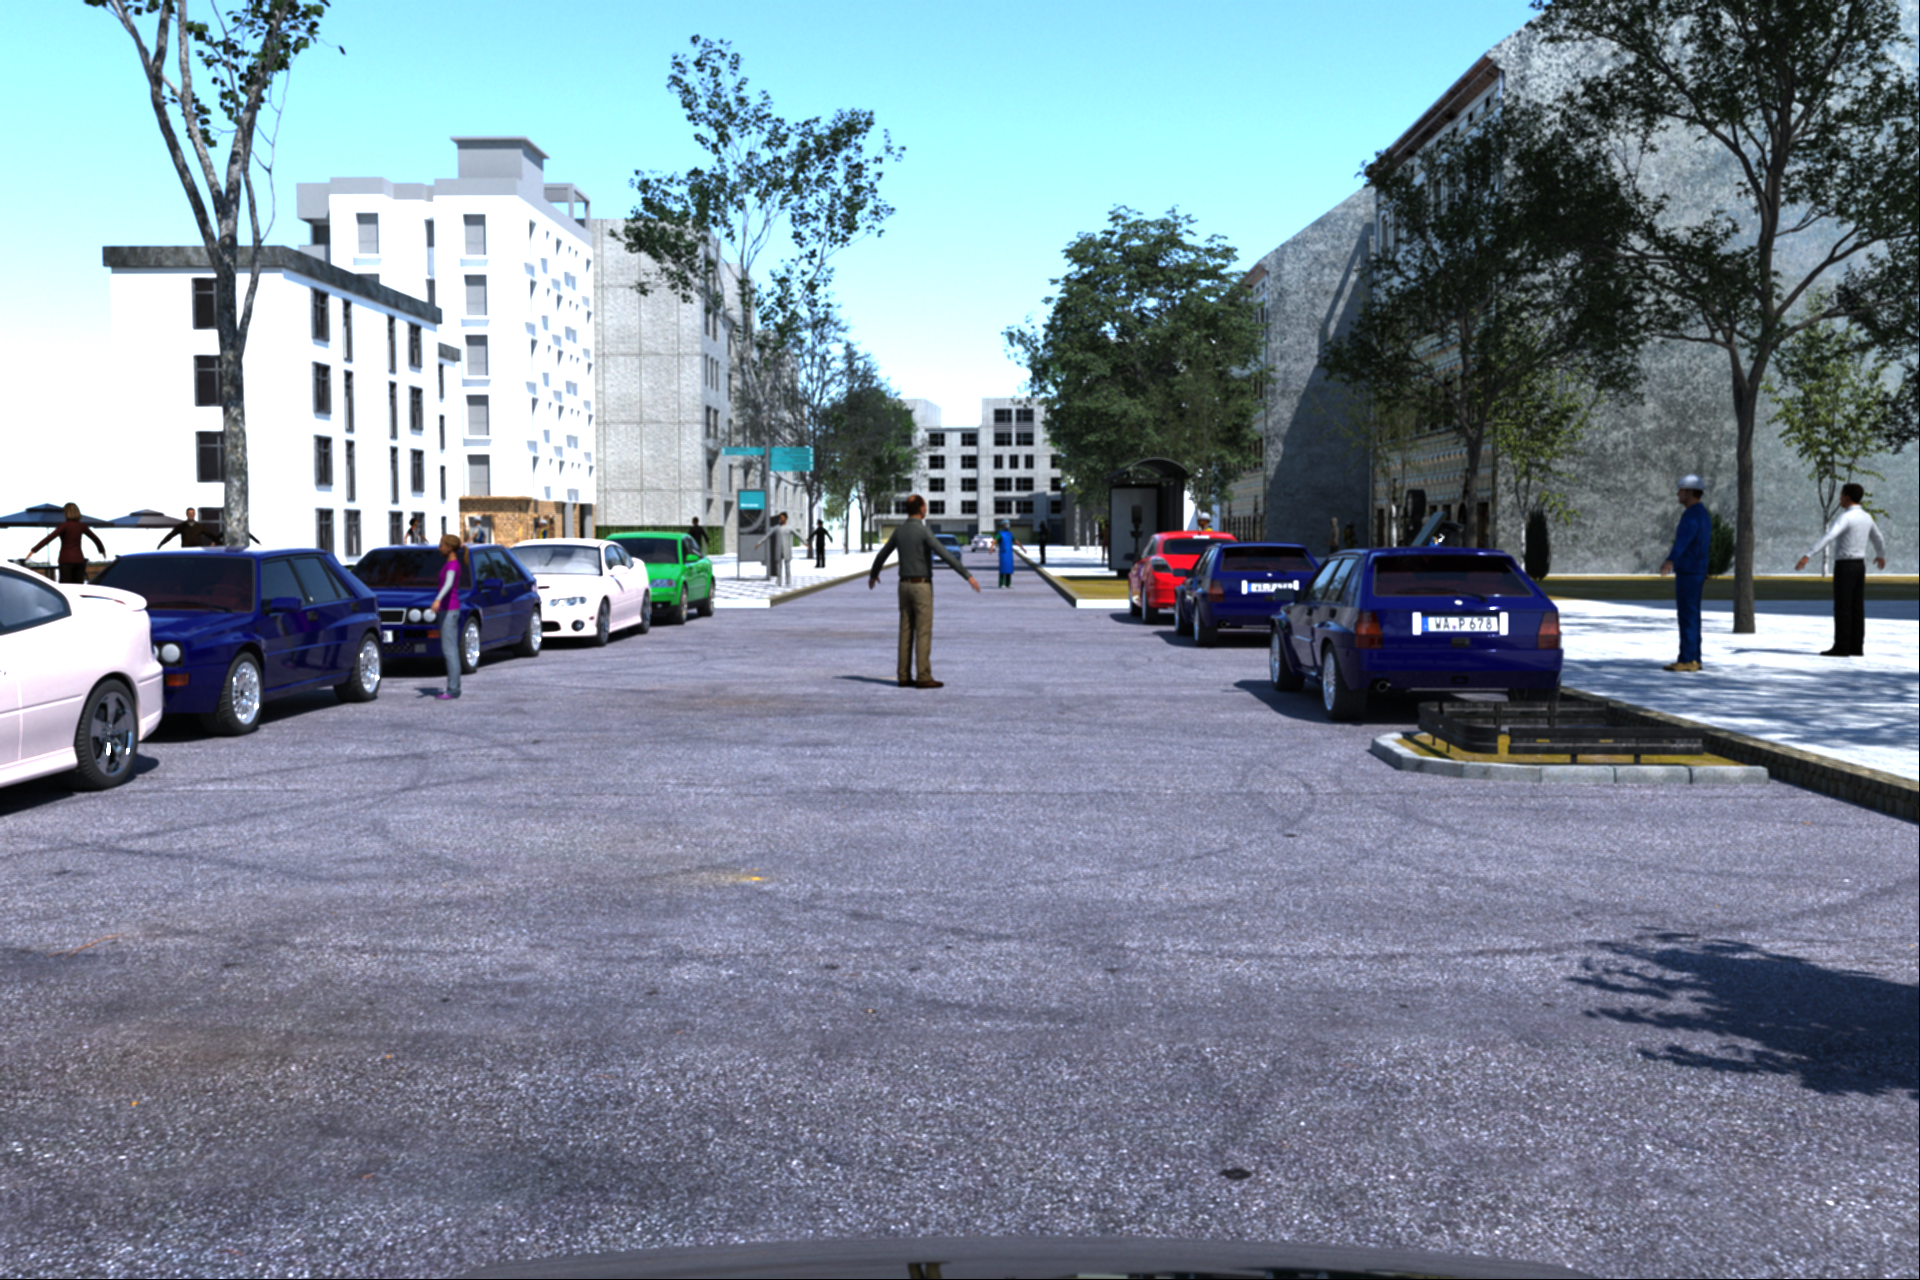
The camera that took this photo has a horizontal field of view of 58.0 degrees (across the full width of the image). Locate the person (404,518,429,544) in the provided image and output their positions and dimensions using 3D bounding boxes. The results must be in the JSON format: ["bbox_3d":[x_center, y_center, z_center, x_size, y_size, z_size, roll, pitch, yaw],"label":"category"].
[{"bbox_3d":[-18.725,-3.267,59.567,0.704,1.843,1.345,1,4,19],"label":"person"}]

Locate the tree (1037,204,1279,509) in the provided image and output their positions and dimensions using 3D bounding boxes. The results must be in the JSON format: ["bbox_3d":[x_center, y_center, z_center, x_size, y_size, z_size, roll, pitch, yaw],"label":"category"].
[{"bbox_3d":[7.383,-9.740,65.897,9.857,13.997,8.962,0,3,0],"label":"tree"}]

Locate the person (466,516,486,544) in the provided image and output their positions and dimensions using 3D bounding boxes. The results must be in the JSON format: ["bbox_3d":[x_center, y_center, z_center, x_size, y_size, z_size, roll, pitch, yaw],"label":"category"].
[{"bbox_3d":[-15.094,-2.954,54.156,0.705,1.847,1.347,0,4,8],"label":"person"}]

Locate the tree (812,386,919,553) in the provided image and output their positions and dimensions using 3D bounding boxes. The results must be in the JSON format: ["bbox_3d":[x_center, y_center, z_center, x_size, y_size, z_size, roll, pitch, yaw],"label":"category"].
[{"bbox_3d":[-6.567,-11.802,118.722,9.928,11.665,9.643,0,3,0],"label":"tree"}]

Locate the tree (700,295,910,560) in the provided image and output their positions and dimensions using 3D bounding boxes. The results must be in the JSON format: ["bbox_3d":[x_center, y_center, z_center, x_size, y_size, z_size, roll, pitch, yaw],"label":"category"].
[{"bbox_3d":[-7.529,-10.840,87.601,12.009,13.543,11.850,0,3,0],"label":"tree"}]

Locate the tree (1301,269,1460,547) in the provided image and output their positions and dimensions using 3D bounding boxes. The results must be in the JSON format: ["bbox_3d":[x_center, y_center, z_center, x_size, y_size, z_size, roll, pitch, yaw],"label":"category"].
[{"bbox_3d":[12.054,-5.925,47.241,4.360,8.622,3.978,0,3,0],"label":"tree"}]

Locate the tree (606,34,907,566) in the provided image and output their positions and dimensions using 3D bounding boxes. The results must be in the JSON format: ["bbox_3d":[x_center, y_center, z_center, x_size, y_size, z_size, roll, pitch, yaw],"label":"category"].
[{"bbox_3d":[-9.183,-13.017,68.712,12.611,20.169,13.585,0,3,0],"label":"tree"}]

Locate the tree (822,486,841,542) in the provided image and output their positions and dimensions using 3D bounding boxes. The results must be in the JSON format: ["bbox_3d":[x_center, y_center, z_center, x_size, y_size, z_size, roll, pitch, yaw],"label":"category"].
[{"bbox_3d":[-17.369,-17.232,232.109,4.737,8.622,4.395,0,3,0],"label":"tree"}]

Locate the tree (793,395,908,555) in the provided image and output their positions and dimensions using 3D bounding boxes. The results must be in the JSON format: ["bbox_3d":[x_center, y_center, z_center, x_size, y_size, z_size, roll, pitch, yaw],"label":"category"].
[{"bbox_3d":[-6.813,-10.639,108.354,7.601,10.594,8.767,-1,4,-16],"label":"tree"}]

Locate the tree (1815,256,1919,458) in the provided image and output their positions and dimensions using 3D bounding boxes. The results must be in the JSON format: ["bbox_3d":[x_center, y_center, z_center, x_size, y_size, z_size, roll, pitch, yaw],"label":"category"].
[{"bbox_3d":[25.564,-6.573,41.879,8.767,10.594,7.601,-2,4,-24],"label":"tree"}]

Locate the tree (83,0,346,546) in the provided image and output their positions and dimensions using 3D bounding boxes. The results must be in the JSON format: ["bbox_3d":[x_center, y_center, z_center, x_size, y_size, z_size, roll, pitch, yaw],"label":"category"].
[{"bbox_3d":[-12.911,-10.444,26.645,12.611,20.169,13.585,0,3,0],"label":"tree"}]

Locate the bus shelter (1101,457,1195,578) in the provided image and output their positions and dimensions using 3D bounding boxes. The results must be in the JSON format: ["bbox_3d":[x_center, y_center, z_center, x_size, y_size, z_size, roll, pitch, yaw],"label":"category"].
[{"bbox_3d":[5.164,-3.329,48.351,2.014,3.302,5.546,0,4,0],"label":"bus shelter"}]

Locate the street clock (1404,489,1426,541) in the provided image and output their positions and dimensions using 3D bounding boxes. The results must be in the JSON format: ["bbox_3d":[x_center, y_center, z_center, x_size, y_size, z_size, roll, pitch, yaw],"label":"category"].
[{"bbox_3d":[7.359,-1.434,28.010,0.358,2.002,0.471,0,4,1],"label":"street clock"}]

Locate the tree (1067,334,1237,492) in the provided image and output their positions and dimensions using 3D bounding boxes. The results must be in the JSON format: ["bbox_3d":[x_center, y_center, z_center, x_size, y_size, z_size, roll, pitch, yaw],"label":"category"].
[{"bbox_3d":[8.358,-8.772,77.837,8.767,10.594,7.601,0,4,6],"label":"tree"}]

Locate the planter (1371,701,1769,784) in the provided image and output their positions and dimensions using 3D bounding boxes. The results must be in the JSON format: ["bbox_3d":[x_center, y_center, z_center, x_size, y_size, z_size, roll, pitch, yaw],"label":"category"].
[{"bbox_3d":[3.677,0.624,10.946,1.991,0.319,1.994,0,4,2],"label":"planter"}]

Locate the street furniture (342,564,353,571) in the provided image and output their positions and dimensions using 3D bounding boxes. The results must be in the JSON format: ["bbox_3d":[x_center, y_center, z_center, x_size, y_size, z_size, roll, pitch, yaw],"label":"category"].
[{"bbox_3d":[-13.225,-1.531,40.666,5.734,0.657,10.072,3,4,38],"label":"street furniture"}]

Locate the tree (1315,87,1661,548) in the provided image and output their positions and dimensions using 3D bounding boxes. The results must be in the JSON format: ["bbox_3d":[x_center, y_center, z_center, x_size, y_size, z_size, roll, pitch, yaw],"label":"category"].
[{"bbox_3d":[10.857,-6.191,35.635,7.601,10.594,8.767,-1,4,-22],"label":"tree"}]

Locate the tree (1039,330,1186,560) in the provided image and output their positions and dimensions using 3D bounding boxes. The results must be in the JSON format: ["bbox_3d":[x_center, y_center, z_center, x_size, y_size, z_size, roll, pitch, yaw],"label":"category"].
[{"bbox_3d":[7.706,-9.799,85.966,9.928,11.665,9.643,0,3,0],"label":"tree"}]

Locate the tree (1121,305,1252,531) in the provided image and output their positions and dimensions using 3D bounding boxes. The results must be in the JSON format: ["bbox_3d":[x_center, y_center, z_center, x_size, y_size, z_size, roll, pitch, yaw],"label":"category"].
[{"bbox_3d":[7.839,-6.402,55.032,4.360,8.622,3.978,0,3,0],"label":"tree"}]

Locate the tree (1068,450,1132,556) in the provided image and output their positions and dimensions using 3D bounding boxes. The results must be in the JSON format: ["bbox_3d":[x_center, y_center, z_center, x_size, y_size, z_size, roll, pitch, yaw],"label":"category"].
[{"bbox_3d":[7.931,-9.334,102.973,4.360,8.622,3.978,0,3,0],"label":"tree"}]

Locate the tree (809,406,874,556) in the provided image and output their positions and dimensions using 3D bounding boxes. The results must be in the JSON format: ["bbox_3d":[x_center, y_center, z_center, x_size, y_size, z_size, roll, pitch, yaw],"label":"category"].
[{"bbox_3d":[-6.635,-9.112,99.336,4.360,8.622,3.978,0,3,0],"label":"tree"}]

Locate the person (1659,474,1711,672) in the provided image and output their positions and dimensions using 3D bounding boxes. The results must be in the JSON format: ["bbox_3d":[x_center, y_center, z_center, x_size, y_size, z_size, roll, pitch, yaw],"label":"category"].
[{"bbox_3d":[6.824,-0.635,16.266,0.705,1.842,1.347,2,4,33],"label":"person"}]

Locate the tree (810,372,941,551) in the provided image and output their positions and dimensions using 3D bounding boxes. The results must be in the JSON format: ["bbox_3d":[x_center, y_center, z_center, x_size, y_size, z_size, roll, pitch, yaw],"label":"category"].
[{"bbox_3d":[-6.595,-13.374,129.039,12.009,13.543,11.850,0,3,0],"label":"tree"}]

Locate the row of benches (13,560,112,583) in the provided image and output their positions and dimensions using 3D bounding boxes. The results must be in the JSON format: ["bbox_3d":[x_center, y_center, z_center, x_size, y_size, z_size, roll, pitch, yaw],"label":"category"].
[{"bbox_3d":[-21.969,-1.562,41.006,4.104,0.672,1.422,-1,4,-15],"label":"row of benches"}]

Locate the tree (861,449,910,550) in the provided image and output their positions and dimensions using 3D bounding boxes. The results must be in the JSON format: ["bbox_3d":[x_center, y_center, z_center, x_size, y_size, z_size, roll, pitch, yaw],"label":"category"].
[{"bbox_3d":[-6.501,-11.531,138.895,4.360,8.622,3.978,0,3,0],"label":"tree"}]

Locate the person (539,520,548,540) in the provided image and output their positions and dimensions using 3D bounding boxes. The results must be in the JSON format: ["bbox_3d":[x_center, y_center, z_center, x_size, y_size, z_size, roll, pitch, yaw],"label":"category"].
[{"bbox_3d":[-14.186,-3.194,58.682,0.721,1.772,1.216,-1,4,-17],"label":"person"}]

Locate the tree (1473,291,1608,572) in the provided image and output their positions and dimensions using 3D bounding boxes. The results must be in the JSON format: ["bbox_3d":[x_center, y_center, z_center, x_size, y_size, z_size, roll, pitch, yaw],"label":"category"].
[{"bbox_3d":[17.005,-6.211,51.909,4.737,8.622,4.395,0,3,0],"label":"tree"}]

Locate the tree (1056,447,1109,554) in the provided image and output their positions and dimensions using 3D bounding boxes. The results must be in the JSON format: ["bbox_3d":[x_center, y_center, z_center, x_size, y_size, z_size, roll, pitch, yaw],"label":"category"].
[{"bbox_3d":[8.209,-9.857,111.522,4.737,8.622,4.395,0,3,0],"label":"tree"}]

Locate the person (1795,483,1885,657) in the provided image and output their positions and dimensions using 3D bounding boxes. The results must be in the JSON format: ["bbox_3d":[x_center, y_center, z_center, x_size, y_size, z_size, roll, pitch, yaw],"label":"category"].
[{"bbox_3d":[9.323,-0.737,18.206,1.344,1.810,0.704,-2,4,-27],"label":"person"}]

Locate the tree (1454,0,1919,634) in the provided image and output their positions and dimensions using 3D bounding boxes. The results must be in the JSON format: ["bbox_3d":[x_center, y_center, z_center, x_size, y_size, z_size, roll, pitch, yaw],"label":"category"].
[{"bbox_3d":[9.816,-5.360,22.048,7.601,10.594,8.767,-1,4,-14],"label":"tree"}]

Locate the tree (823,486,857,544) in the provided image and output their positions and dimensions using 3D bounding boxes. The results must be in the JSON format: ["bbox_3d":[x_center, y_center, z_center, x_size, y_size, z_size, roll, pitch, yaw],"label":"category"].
[{"bbox_3d":[-15.817,-16.979,227.965,4.737,8.622,4.395,0,3,0],"label":"tree"}]

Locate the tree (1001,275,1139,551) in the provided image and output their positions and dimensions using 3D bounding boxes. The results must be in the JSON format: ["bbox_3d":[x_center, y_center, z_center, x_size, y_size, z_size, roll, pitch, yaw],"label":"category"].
[{"bbox_3d":[9.177,-16.642,127.992,12.611,20.169,13.585,0,3,0],"label":"tree"}]

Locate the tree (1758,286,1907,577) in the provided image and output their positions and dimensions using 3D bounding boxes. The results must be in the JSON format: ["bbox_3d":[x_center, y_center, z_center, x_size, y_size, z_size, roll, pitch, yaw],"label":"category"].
[{"bbox_3d":[25.596,-6.151,50.931,4.737,8.622,4.395,0,3,0],"label":"tree"}]

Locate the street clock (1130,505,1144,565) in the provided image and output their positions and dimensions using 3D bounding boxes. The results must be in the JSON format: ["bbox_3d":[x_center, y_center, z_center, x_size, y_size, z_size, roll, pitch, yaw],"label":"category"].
[{"bbox_3d":[4.417,-2.368,43.286,0.358,2.002,0.471,0,4,2],"label":"street clock"}]

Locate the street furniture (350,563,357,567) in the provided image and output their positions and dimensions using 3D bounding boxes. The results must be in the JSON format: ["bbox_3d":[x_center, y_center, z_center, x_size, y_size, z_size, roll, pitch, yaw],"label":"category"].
[{"bbox_3d":[-12.618,-2.074,49.529,10.072,0.657,5.734,0,4,-1],"label":"street furniture"}]

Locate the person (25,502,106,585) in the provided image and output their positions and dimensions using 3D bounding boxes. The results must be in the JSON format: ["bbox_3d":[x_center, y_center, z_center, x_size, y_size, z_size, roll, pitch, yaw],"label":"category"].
[{"bbox_3d":[-12.579,-1.078,24.435,0.721,1.729,1.215,2,4,28],"label":"person"}]
